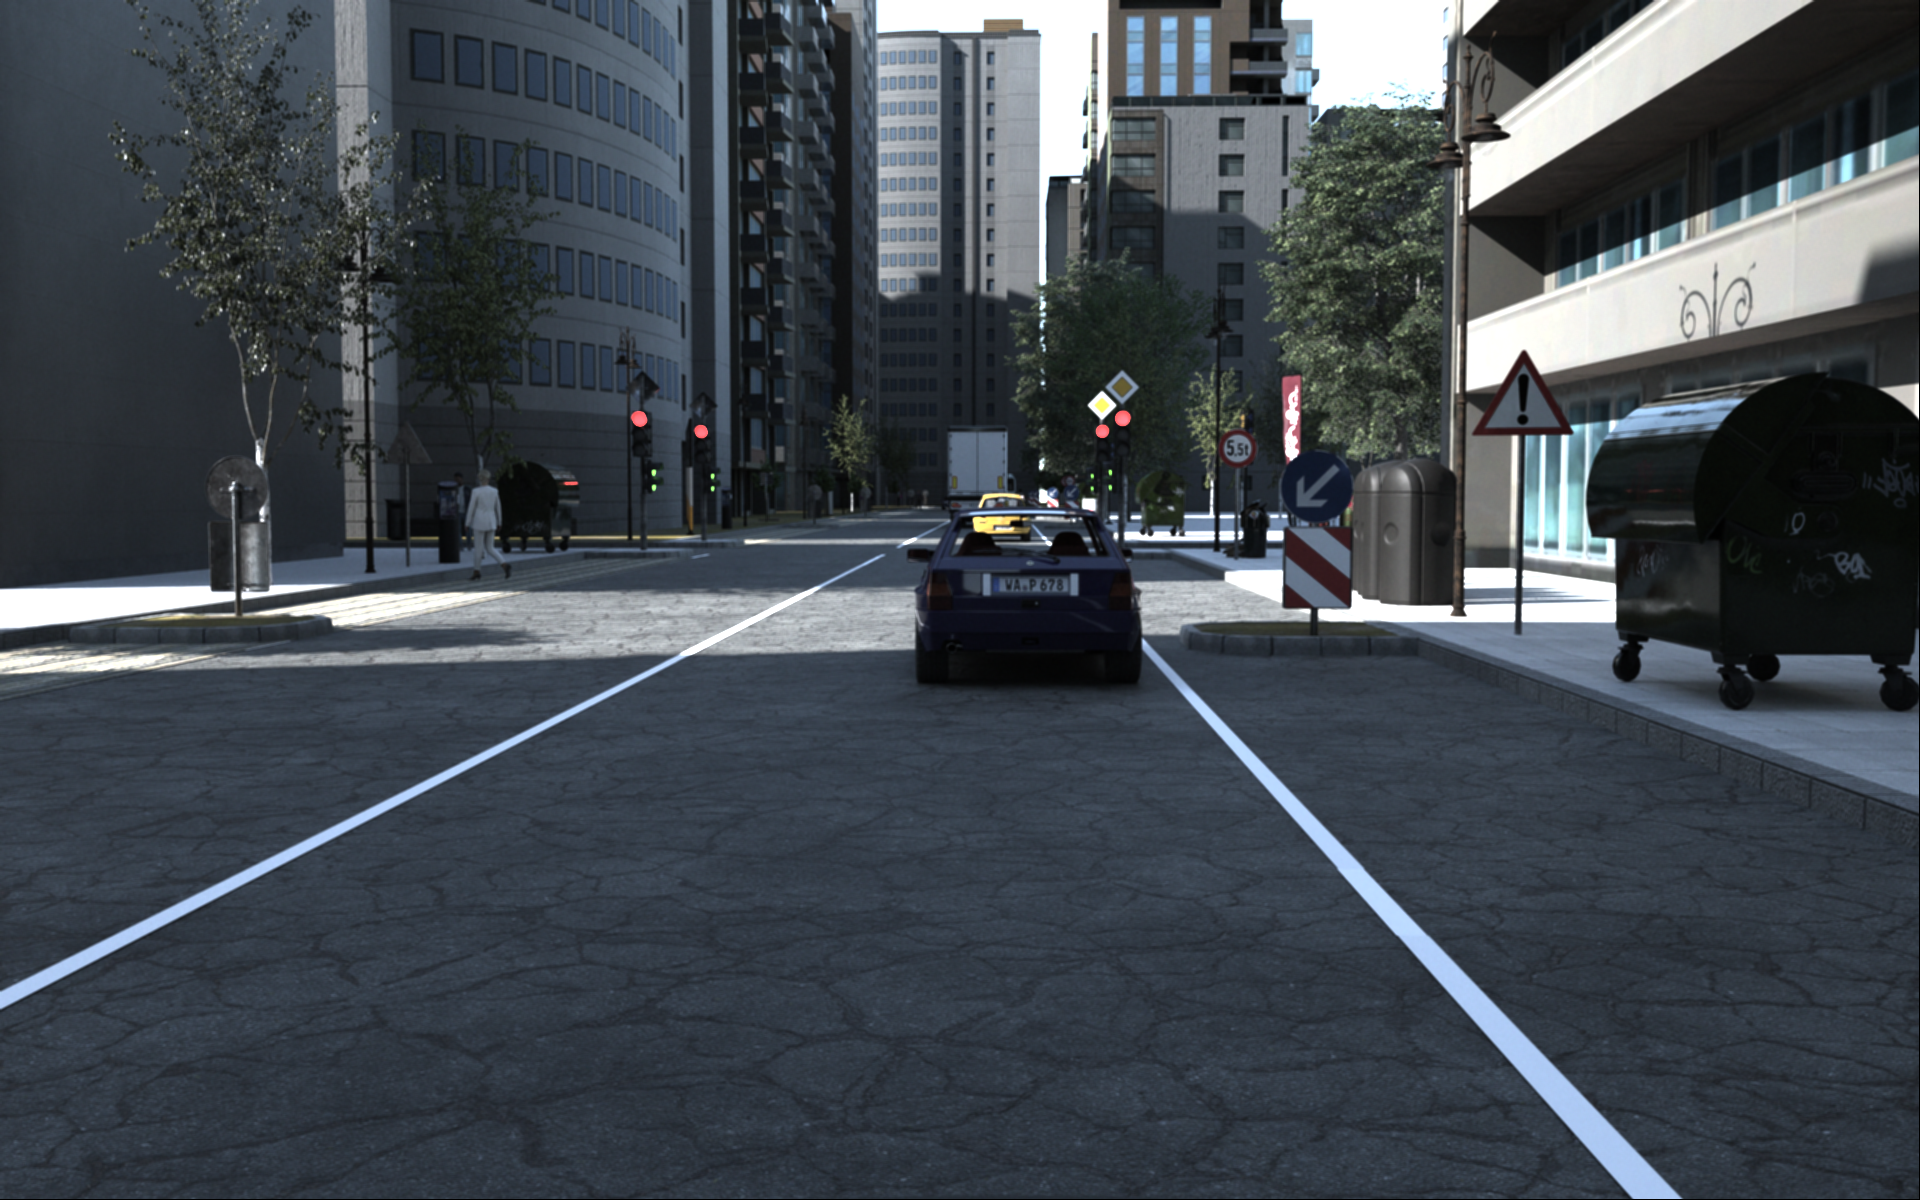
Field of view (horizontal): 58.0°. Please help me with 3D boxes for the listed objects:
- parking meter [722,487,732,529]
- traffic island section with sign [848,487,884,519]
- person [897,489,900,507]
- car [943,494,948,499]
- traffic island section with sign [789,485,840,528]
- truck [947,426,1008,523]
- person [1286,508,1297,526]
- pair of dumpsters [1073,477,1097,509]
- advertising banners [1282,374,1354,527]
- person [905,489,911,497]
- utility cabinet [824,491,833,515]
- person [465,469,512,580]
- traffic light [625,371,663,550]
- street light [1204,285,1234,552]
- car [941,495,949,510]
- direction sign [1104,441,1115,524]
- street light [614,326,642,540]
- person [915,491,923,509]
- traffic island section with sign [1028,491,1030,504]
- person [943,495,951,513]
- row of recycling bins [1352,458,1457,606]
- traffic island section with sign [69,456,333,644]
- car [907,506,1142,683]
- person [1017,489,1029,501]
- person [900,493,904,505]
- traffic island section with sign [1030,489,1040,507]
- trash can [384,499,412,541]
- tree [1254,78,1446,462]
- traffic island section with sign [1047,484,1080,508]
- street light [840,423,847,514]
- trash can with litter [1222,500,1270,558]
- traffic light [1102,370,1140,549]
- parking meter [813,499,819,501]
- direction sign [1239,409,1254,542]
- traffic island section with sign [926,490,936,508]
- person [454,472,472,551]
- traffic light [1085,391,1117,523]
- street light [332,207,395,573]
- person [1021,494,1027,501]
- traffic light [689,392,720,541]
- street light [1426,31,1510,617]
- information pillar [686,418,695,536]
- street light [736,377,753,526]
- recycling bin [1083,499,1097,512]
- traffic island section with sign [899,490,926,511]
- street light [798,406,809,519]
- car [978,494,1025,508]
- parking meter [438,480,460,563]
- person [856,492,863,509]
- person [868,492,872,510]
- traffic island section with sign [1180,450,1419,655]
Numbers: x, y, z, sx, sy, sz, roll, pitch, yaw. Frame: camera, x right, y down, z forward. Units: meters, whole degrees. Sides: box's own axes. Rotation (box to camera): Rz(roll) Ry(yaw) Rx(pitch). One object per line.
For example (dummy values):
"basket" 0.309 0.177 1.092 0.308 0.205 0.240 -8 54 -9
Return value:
"parking meter" -8.594 -3.389 63.824 0.372 1.533 0.369 0 3 0
"traffic island section with sign" -5.411 -5.594 100.094 1.989 1.847 2.006 0 4 1
"person" -6.283 -10.543 178.402 0.705 1.826 1.348 0 4 -4
"car" -0.895 -11.045 190.374 2.009 1.686 4.222 0 4 3
"traffic island section with sign" -6.093 -3.924 72.780 1.989 1.847 2.006 0 4 1
"truck" 0.795 -5.395 77.123 2.839 4.237 11.283 0 4 1
"person" 11.784 -3.395 61.729 0.661 1.801 0.590 3 4 36
"pair of dumpsters" 7.333 -6.060 101.576 1.574 2.255 4.437 0 4 2
"advertising banners" 5.154 -1.747 24.744 0.090 3.025 2.074 -1 4 -22
"person" -5.665 -11.650 196.501 1.348 1.826 0.705 -3 5 -40
"utility cabinet" -8.038 -5.962 106.163 0.318 1.500 1.173 -1 4 -16
"person" -7.797 -1.236 28.587 0.818 1.842 0.514 1 4 22
"traffic light" -7.215 -3.093 39.489 0.839 4.253 0.868 0 4 1
"street light" 5.724 -4.014 38.413 0.468 5.910 1.993 0 4 1
"car" -0.790 -9.027 160.163 1.945 1.354 3.894 0 4 2
"direction sign" 6.328 -4.984 73.491 0.379 3.537 0.876 2 4 34
"street light" -9.133 -4.586 47.768 0.468 5.910 1.993 0 4 1
"person" -4.018 -9.853 170.150 0.990 1.755 0.434 -1 4 -21
"traffic island section with sign" 6.443 -8.589 149.051 1.989 1.847 2.006 0 4 1
"person" -0.656 -7.509 131.401 1.348 1.807 0.705 -2 4 -23
"row of recycling bins" 5.437 -0.879 21.477 1.069 1.692 3.534 0 4 6
"traffic island section with sign" -7.483 -0.537 17.409 1.989 1.847 2.006 0 4 1
"car" 0.516 -0.116 14.481 1.945 1.354 3.894 0 3 0
"person" 4.675 -7.659 133.726 1.348 1.824 0.705 2 4 31
"person" -6.719 -11.622 199.286 0.599 1.433 0.991 2 4 34
"traffic island section with sign" 5.199 -5.557 99.481 1.989 1.847 2.006 0 4 1
"trash can" -15.468 -2.205 47.707 0.748 1.137 0.748 0 3 0
"tree" 13.875 -8.999 53.796 9.857 13.997 8.962 0 3 0
"traffic island section with sign" 4.499 -3.871 71.920 1.989 1.847 2.006 0 4 1
"street light" -7.452 -8.423 110.502 0.468 5.910 1.993 0 4 1
"trash can with litter" 5.749 -1.443 34.981 0.624 1.170 1.055 -3 4 -38
"traffic light" 3.643 -3.077 39.233 0.839 4.253 0.868 0 4 1
"parking meter" -7.995 -5.363 96.096 0.372 1.533 0.369 0 3 0
"direction sign" 7.733 -3.354 46.831 0.379 3.537 0.876 -1 4 -13
"traffic island section with sign" -3.483 -10.297 176.984 1.989 1.847 2.006 0 4 1
"person" -11.197 -1.989 38.910 0.623 1.781 0.721 -2 4 -30
"traffic light" 3.844 -3.565 47.216 0.839 4.253 0.868 0 4 1
"street light" -9.618 -3.382 28.076 0.468 5.910 1.993 0 4 1
"person" 4.632 -7.266 130.490 0.628 1.438 0.799 2 4 23
"traffic light" -7.015 -3.581 47.472 0.839 4.253 0.868 0 4 1
"street light" 5.221 -2.763 17.965 0.468 5.910 1.993 0 4 1
"information pillar" -8.383 -3.810 53.652 0.183 3.616 0.504 -1 4 -23
"street light" -8.544 -5.870 68.755 0.468 5.910 1.993 0 4 1
"recycling bin" 7.097 -4.994 94.210 0.722 1.027 0.722 1 4 18
"traffic island section with sign" -4.173 -8.605 149.326 1.989 1.847 2.006 0 4 1
"street light" -8.036 -7.129 89.345 0.468 5.910 1.993 0 4 1
"car" 1.278 -2.634 53.286 2.015 1.641 3.980 0 3 0
"parking meter" -9.506 -1.455 32.205 0.372 1.533 0.369 0 3 0
"person" -8.478 -8.742 149.657 1.217 1.739 0.721 2 4 31
"person" -7.196 -7.982 138.025 0.415 1.643 0.593 2 4 24
"traffic island section with sign" 3.120 -0.472 16.346 1.989 1.847 2.006 0 4 1
